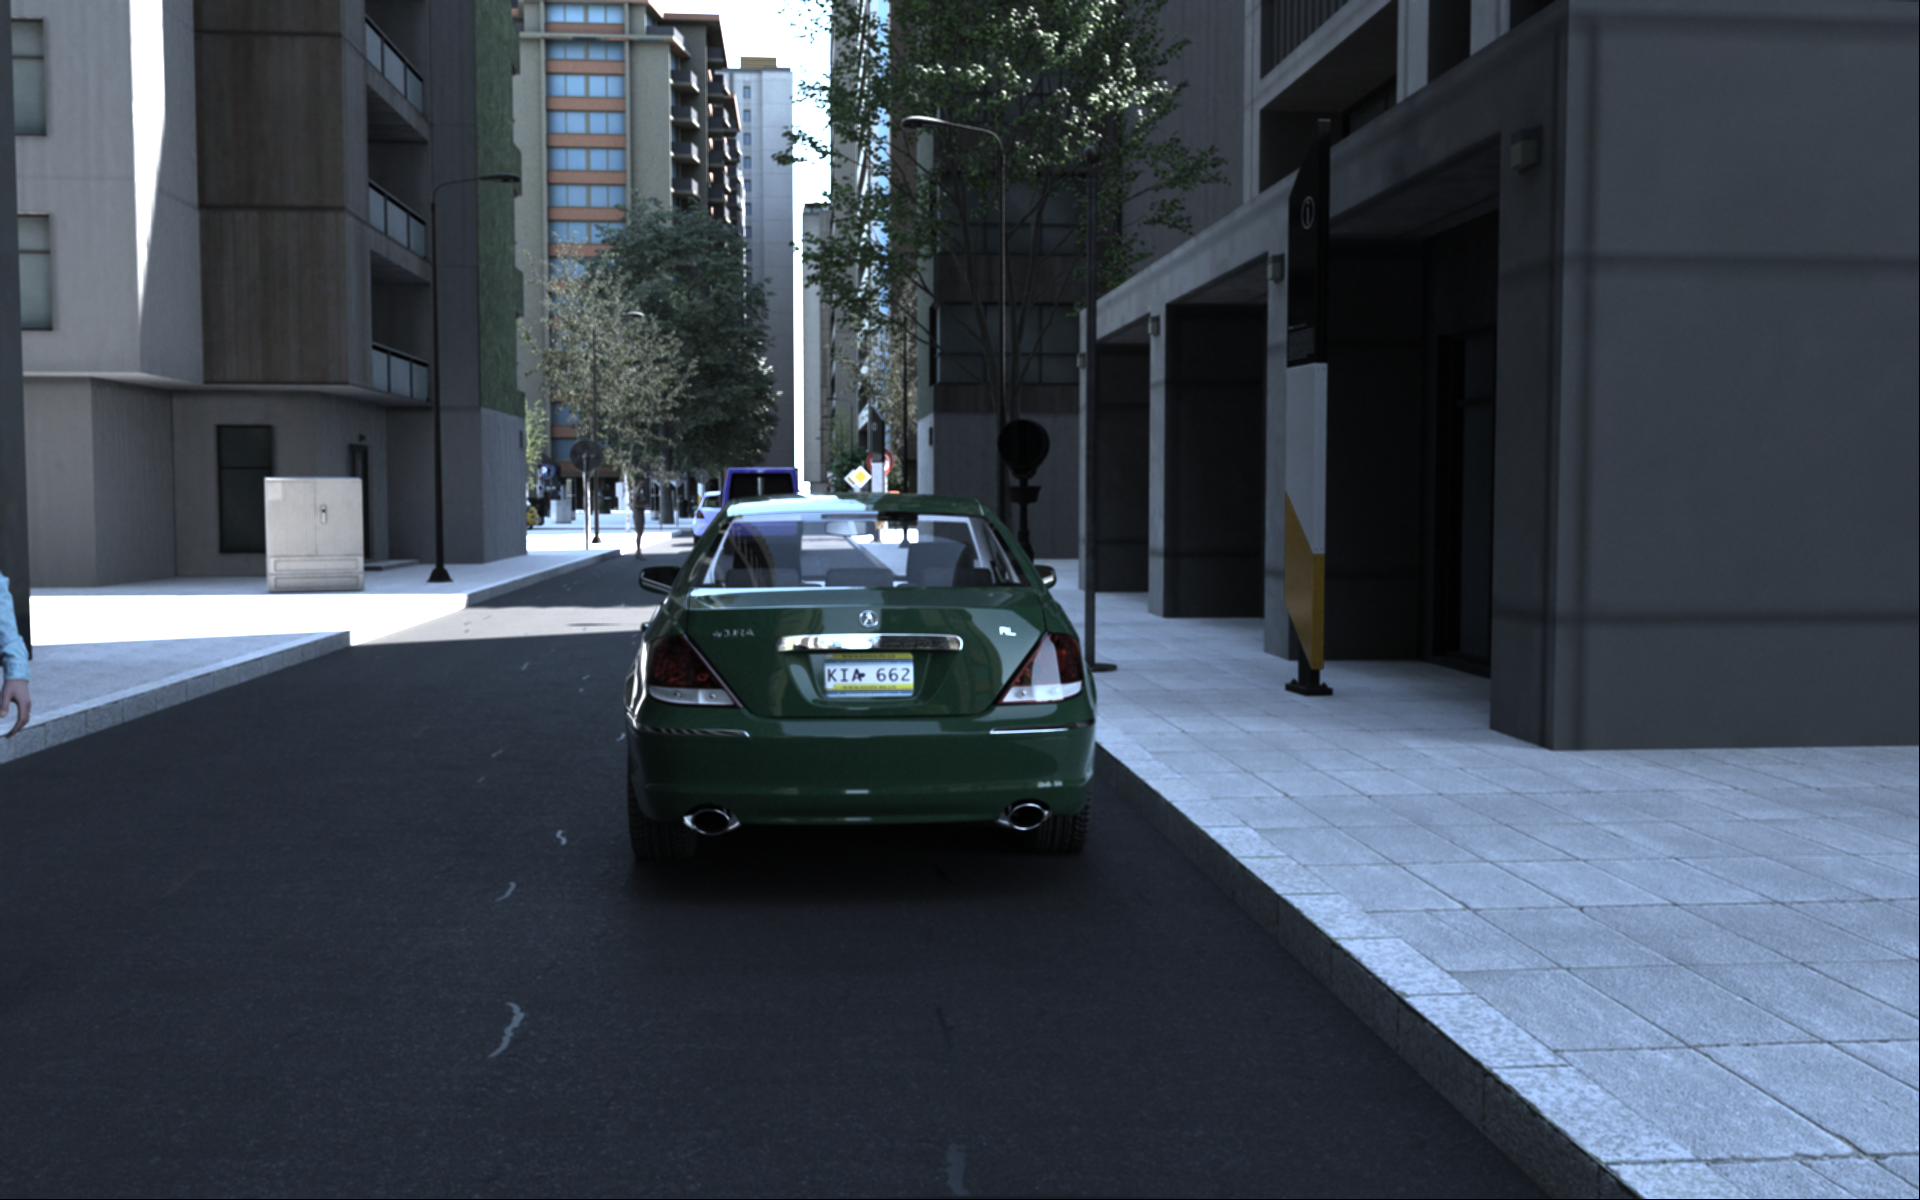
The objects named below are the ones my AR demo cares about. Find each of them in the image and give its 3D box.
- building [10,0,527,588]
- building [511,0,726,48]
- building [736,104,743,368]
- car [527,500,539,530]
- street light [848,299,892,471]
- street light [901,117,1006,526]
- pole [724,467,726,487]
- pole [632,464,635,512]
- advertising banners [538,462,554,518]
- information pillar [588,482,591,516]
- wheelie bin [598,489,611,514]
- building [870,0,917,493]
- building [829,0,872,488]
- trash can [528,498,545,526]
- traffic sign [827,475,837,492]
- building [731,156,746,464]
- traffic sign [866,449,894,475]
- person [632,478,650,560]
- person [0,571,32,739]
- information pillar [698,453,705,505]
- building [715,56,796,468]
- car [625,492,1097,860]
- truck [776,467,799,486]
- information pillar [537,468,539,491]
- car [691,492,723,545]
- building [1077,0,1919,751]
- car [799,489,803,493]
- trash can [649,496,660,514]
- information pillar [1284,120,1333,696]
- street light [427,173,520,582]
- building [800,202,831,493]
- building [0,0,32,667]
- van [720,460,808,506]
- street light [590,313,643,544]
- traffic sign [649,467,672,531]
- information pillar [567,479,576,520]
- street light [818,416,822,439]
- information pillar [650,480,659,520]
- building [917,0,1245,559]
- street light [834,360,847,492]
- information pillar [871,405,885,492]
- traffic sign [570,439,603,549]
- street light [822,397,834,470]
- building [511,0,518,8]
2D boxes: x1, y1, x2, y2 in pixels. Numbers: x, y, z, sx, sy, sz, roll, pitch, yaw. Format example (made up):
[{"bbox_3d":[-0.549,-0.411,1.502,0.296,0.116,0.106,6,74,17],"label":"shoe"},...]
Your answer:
[{"bbox_3d":[-15.587,-21.079,28.237,14.154,41.232,14.086,0,4,-5],"label":"building"},{"bbox_3d":[-32.023,-30.651,155.775,22.147,44.769,28.867,0,4,-5],"label":"building"},{"bbox_3d":[-34.559,-32.426,184.797,22.147,44.769,28.867,0,4,-5],"label":"building"},{"bbox_3d":[-17.870,-3.350,65.003,3.980,1.641,2.015,0,4,-4],"label":"car"},{"bbox_3d":[-1.841,-4.190,41.054,1.470,5.913,1.316,0,4,-5],"label":"street light"},{"bbox_3d":[-0.022,-2.997,21.537,1.470,5.913,1.316,0,4,-5],"label":"street light"},{"bbox_3d":[-15.766,-7.494,116.365,0.158,3.312,0.155,0,3,0],"label":"pole"},{"bbox_3d":[-22.188,-7.582,117.805,0.158,3.312,0.155,0,3,0],"label":"pole"},{"bbox_3d":[-24.988,-6.625,104.508,0.090,3.025,2.074,1,4,12],"label":"advertising banners"},{"bbox_3d":[-21.976,-5.979,102.255,0.304,2.012,0.304,-1,4,-13],"label":"information pillar"},{"bbox_3d":[-22.785,-6.292,110.777,0.693,1.594,0.980,3,4,37],"label":"wheelie bin"},{"bbox_3d":[2.339,-27.131,93.699,14.600,45.320,14.200,0,4,-5],"label":"building"},{"bbox_3d":[-0.884,-32.591,156.571,21.300,48.544,21.600,0,4,-5],"label":"building"},{"bbox_3d":[-17.189,-3.587,70.307,0.748,1.137,0.748,0,3,0],"label":"trash can"},{"bbox_3d":[-8.596,-7.164,117.233,0.768,2.556,0.104,0,4,2],"label":"traffic sign"},{"bbox_3d":[-32.966,-32.158,209.384,14.086,41.232,14.154,0,4,-5],"label":"building"},{"bbox_3d":[-2.216,-2.936,48.110,0.768,2.556,0.104,0,4,-1],"label":"traffic sign"},{"bbox_3d":[-7.010,-1.788,38.076,0.374,1.781,0.599,0,4,5],"label":"person"},{"bbox_3d":[-2.804,0.233,4.547,0.638,1.841,0.748,-3,4,-38],"label":"person"},{"bbox_3d":[-13.292,-5.975,89.041,0.504,3.616,0.183,3,5,42],"label":"information pillar"},{"bbox_3d":[-36.596,-42.432,235.765,28.212,58.520,21.231,0,4,-5],"label":"building"},{"bbox_3d":[-0.512,0.215,8.279,2.131,1.459,4.920,0,4,-5],"label":"car"},{"bbox_3d":[-18.745,-12.128,187.205,2.839,4.237,11.283,0,4,-7],"label":"truck"},{"bbox_3d":[-33.401,-8.952,137.724,0.504,3.616,0.183,2,4,35],"label":"information pillar"},{"bbox_3d":[-6.680,-2.428,49.290,1.945,1.707,3.694,0,4,-6],"label":"car"},{"bbox_3d":[12.705,-35.086,11.916,20.563,71.187,20.611,0,4,-5],"label":"building"},{"bbox_3d":[-12.921,-7.718,134.864,2.281,1.827,5.304,0,4,-6],"label":"car"},{"bbox_3d":[-18.875,-5.843,107.181,0.748,1.137,0.748,0,3,0],"label":"trash can"},{"bbox_3d":[2.236,-1.211,11.154,0.183,3.616,0.504,-1,4,-11],"label":"information pillar"},{"bbox_3d":[-7.068,-3.220,25.194,1.470,5.913,1.316,0,4,-5],"label":"street light"},{"bbox_3d":[-14.579,-33.771,235.750,14.086,41.232,14.154,0,4,-5],"label":"building"},{"bbox_3d":[-16.825,-23.047,0.516,21.300,48.544,21.600,0,4,-5],"label":"building"},{"bbox_3d":[-4.858,-2.345,42.733,2.240,2.365,5.245,0,4,-6],"label":"van"},{"bbox_3d":[-8.802,-4.396,44.424,1.470,5.913,1.316,0,4,-5],"label":"street light"},{"bbox_3d":[-10.417,-3.467,60.326,0.795,2.450,0.064,0,4,-5],"label":"traffic sign"},{"bbox_3d":[-18.934,-4.884,84.341,0.304,2.012,0.304,2,4,30],"label":"information pillar"},{"bbox_3d":[-7.550,-7.970,102.844,1.470,5.913,1.316,0,4,-5],"label":"street light"},{"bbox_3d":[-15.011,-4.938,85.220,0.304,2.012,0.304,3,4,37],"label":"information pillar"},{"bbox_3d":[5.846,-16.442,40.526,14.160,30.474,14.107,0,4,-5],"label":"building"},{"bbox_3d":[-3.550,-5.367,60.286,1.470,5.913,1.316,0,4,-5],"label":"street light"},{"bbox_3d":[-2.165,-3.322,45.661,0.183,3.616,0.504,-3,5,-40],"label":"information pillar"},{"bbox_3d":[-8.664,-2.449,40.149,0.768,2.556,0.104,0,4,3],"label":"traffic sign"},{"bbox_3d":[-5.742,-6.777,83.353,1.470,5.913,1.316,0,4,-5],"label":"street light"},{"bbox_3d":[-60.976,-48.598,232.828,20.611,71.187,20.563,0,4,-5],"label":"building"}]
